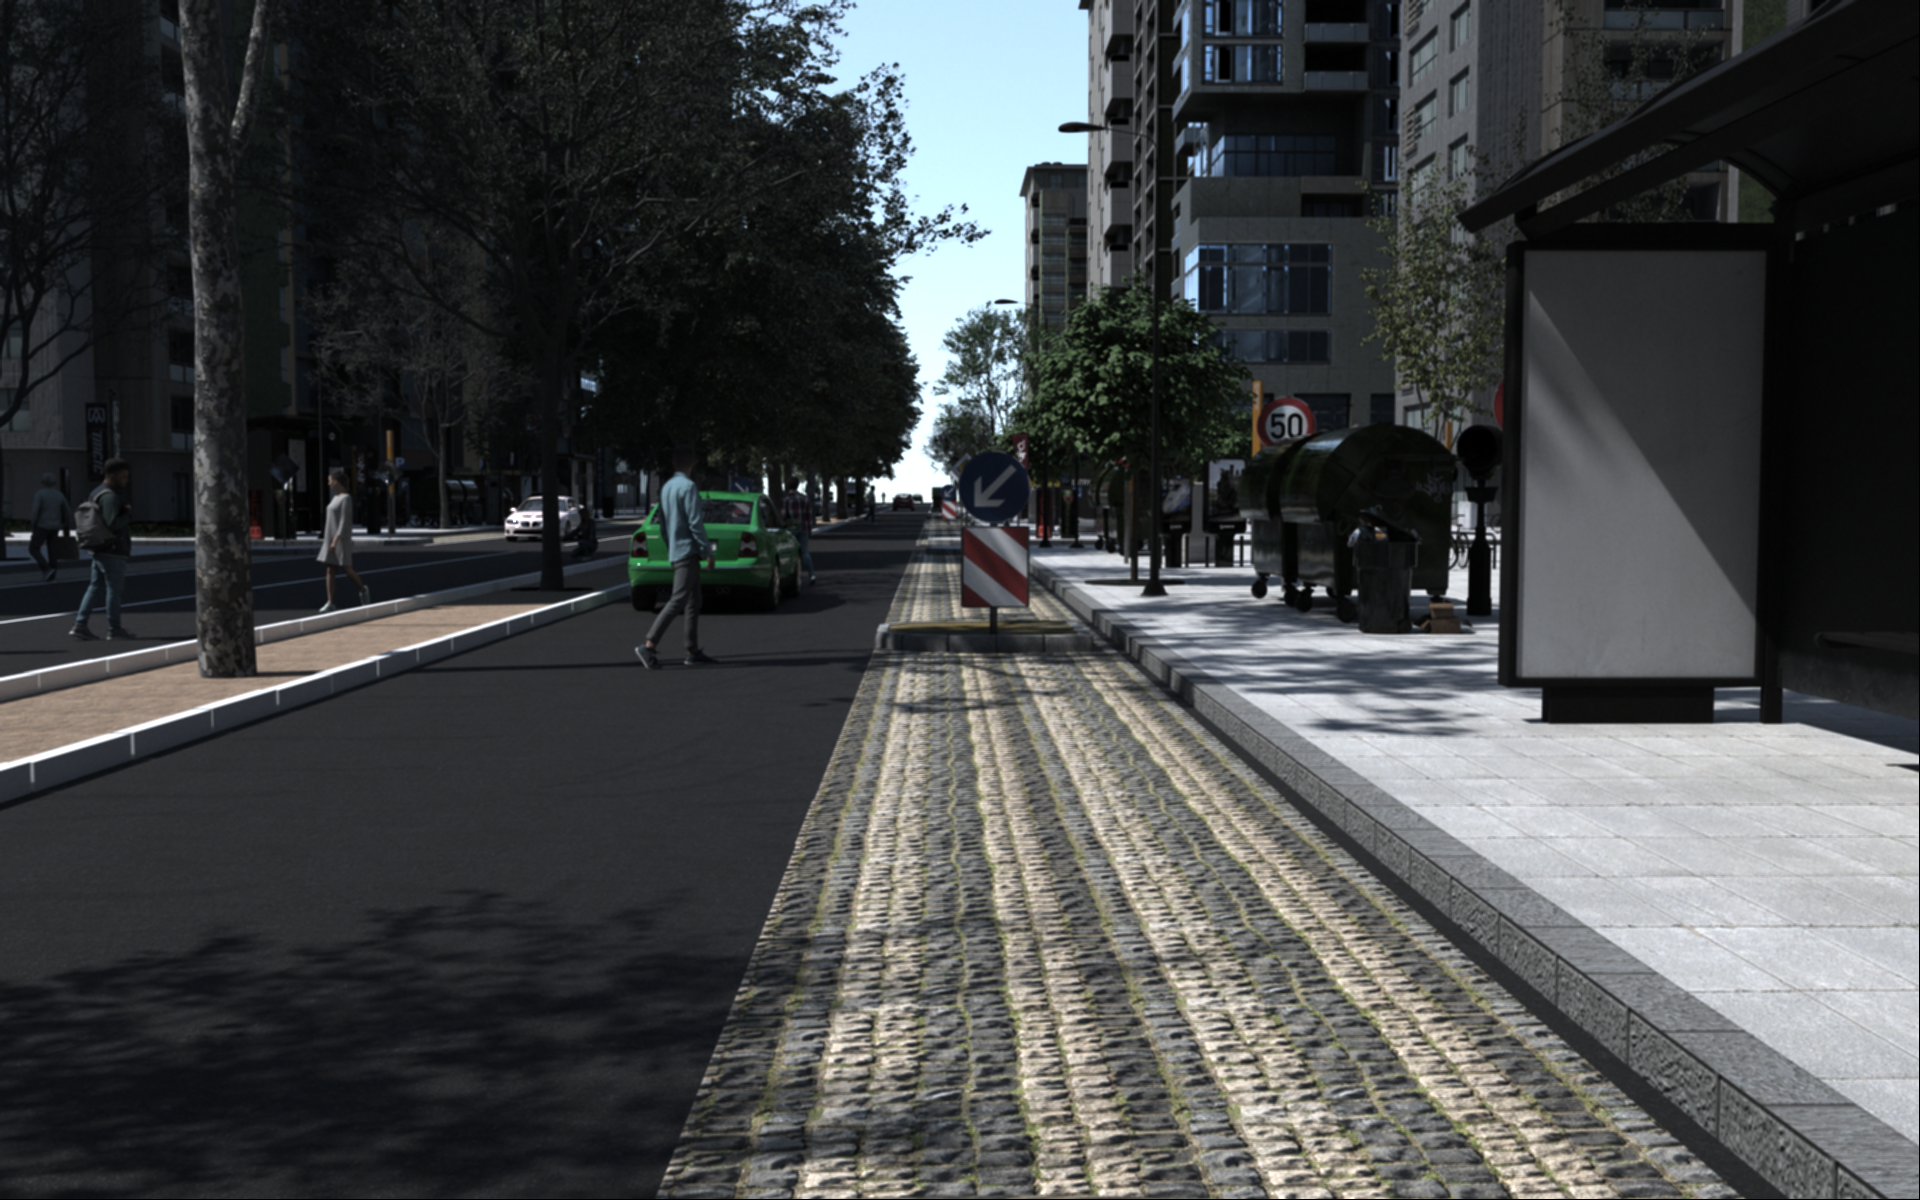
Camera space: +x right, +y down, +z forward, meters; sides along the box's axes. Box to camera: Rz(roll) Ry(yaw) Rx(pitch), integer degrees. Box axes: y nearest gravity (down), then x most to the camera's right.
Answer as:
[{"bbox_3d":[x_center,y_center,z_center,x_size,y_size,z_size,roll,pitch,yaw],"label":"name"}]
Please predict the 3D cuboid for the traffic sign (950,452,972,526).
[{"bbox_3d":[0.157,-2.325,41.663,0.795,2.450,0.064,0,4,-1],"label":"traffic sign"}]

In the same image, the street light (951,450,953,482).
[{"bbox_3d":[0.252,-10.293,140.825,1.470,5.913,1.316,0,4,-1],"label":"street light"}]

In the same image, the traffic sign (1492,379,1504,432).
[{"bbox_3d":[5.722,-1.061,17.457,0.768,2.556,0.104,0,3,0],"label":"traffic sign"}]

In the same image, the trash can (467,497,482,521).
[{"bbox_3d":[-21.772,-4.028,77.516,0.748,1.137,0.748,0,3,0],"label":"trash can"}]

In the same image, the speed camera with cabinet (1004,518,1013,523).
[{"bbox_3d":[2.189,-5.147,78.487,0.660,3.252,2.038,1,4,23],"label":"speed camera with cabinet"}]

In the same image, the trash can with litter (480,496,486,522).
[{"bbox_3d":[-21.957,-4.183,79.783,0.624,1.170,1.055,0,4,-5],"label":"trash can with litter"}]

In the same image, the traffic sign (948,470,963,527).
[{"bbox_3d":[0.047,-2.814,49.647,0.795,2.450,0.064,0,4,-1],"label":"traffic sign"}]

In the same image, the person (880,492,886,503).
[{"bbox_3d":[-12.145,-16.271,274.552,1.348,1.821,0.705,3,5,42],"label":"person"}]

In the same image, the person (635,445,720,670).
[{"bbox_3d":[-2.354,-0.365,14.337,0.748,1.841,0.638,-1,4,-22],"label":"person"}]

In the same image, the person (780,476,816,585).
[{"bbox_3d":[-2.585,-1.105,27.402,0.563,1.720,0.643,-2,4,-30],"label":"person"}]

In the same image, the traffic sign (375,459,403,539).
[{"bbox_3d":[-16.296,-2.801,49.444,0.795,2.450,0.064,0,4,-1],"label":"traffic sign"}]

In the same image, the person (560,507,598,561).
[{"bbox_3d":[-8.063,-1.416,37.148,0.738,1.151,1.012,-3,5,-44],"label":"person"}]

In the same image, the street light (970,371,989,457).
[{"bbox_3d":[1.228,-5.680,65.416,1.470,5.913,1.316,0,4,-1],"label":"street light"}]

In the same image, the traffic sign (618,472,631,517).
[{"bbox_3d":[-18.989,-5.988,98.010,0.768,2.556,0.104,0,4,3],"label":"traffic sign"}]

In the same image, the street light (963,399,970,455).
[{"bbox_3d":[1.004,-6.874,84.925,1.470,5.913,1.316,0,4,-1],"label":"street light"}]

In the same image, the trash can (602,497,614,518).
[{"bbox_3d":[-18.673,-4.909,91.910,0.748,1.137,0.748,0,3,0],"label":"trash can"}]

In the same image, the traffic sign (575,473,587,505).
[{"bbox_3d":[-18.503,-5.041,84.558,0.606,2.300,0.079,0,4,2],"label":"traffic sign"}]

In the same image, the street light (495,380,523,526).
[{"bbox_3d":[-17.990,-5.938,69.633,1.470,5.913,1.316,0,4,-1],"label":"street light"}]

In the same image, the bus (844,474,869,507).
[{"bbox_3d":[-11.236,-11.858,185.432,2.896,3.916,12.252,0,4,-1],"label":"bus"}]

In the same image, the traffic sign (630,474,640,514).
[{"bbox_3d":[-20.885,-6.790,111.130,0.768,2.556,0.104,0,4,3],"label":"traffic sign"}]

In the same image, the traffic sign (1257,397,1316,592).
[{"bbox_3d":[4.274,-1.384,22.736,0.768,2.556,0.104,1,4,8],"label":"traffic sign"}]

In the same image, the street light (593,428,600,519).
[{"bbox_3d":[-18.384,-7.182,89.963,1.470,5.913,1.316,0,4,-1],"label":"street light"}]

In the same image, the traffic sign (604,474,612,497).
[{"bbox_3d":[-22.480,-6.799,111.275,0.768,2.556,0.104,0,4,3],"label":"traffic sign"}]

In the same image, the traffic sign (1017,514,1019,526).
[{"bbox_3d":[1.928,-3.495,57.155,0.884,2.594,0.081,0,4,6],"label":"traffic sign"}]

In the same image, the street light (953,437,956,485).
[{"bbox_3d":[0.450,-9.260,123.940,1.470,5.913,1.316,0,4,-1],"label":"street light"}]

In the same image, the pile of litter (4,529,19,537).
[{"bbox_3d":[-28.900,-2.303,51.617,1.719,0.858,1.176,2,4,26],"label":"pile of litter"}]

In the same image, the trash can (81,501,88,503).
[{"bbox_3d":[-18.999,-1.627,38.260,0.748,1.137,0.748,0,3,0],"label":"trash can"}]

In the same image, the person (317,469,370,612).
[{"bbox_3d":[-7.585,-0.733,21.235,0.466,1.731,0.760,1,4,18],"label":"person"}]

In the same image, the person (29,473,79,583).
[{"bbox_3d":[-14.725,-1.174,28.174,0.515,1.767,0.782,2,4,24],"label":"person"}]

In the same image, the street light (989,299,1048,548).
[{"bbox_3d":[1.512,-4.211,41.391,1.470,5.913,1.316,0,4,-1],"label":"street light"}]

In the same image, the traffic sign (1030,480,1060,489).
[{"bbox_3d":[3.577,-4.182,62.255,2.265,3.308,0.079,0,4,8],"label":"traffic sign"}]

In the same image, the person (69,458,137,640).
[{"bbox_3d":[-8.346,-0.498,16.983,0.623,1.781,0.721,2,4,34],"label":"person"}]

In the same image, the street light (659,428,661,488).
[{"bbox_3d":[-18.578,-8.433,110.425,1.470,5.913,1.316,0,4,-1],"label":"street light"}]

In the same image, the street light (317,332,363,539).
[{"bbox_3d":[-17.758,-4.715,49.634,1.470,5.913,1.316,0,4,-1],"label":"street light"}]

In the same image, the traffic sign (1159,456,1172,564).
[{"bbox_3d":[3.668,-1.930,31.663,0.768,2.556,0.104,0,4,1],"label":"traffic sign"}]

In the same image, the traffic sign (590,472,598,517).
[{"bbox_3d":[-20.459,-5.864,95.982,0.768,2.556,0.104,0,4,4],"label":"traffic sign"}]

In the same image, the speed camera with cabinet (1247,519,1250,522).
[{"bbox_3d":[12.749,-4.990,75.917,0.660,3.252,2.038,0,4,2],"label":"speed camera with cabinet"}]

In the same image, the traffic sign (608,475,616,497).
[{"bbox_3d":[-22.198,-6.780,110.959,0.768,2.556,0.104,0,4,3],"label":"traffic sign"}]

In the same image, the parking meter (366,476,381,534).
[{"bbox_3d":[-18.736,-3.036,55.352,0.399,1.863,0.255,1,4,23],"label":"parking meter"}]

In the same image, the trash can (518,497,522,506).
[{"bbox_3d":[-22.313,-4.721,88.841,0.748,1.137,0.748,0,3,0],"label":"trash can"}]

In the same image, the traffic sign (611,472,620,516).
[{"bbox_3d":[-19.733,-6.086,99.614,0.768,2.556,0.104,0,4,7],"label":"traffic sign"}]

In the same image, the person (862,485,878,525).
[{"bbox_3d":[-4.208,-4.437,80.884,0.795,1.843,0.661,0,4,3],"label":"person"}]

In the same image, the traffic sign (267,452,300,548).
[{"bbox_3d":[-16.186,-2.313,41.459,0.795,2.450,0.064,0,4,-1],"label":"traffic sign"}]

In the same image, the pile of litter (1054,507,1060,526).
[{"bbox_3d":[4.007,-3.447,70.327,1.176,0.858,1.719,0,4,4],"label":"pile of litter"}]

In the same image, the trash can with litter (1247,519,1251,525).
[{"bbox_3d":[11.988,-3.752,72.736,1.055,1.170,0.624,0,4,-4],"label":"trash can with litter"}]

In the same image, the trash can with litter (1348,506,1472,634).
[{"bbox_3d":[4.162,-0.284,16.039,1.055,1.170,0.624,0,4,0],"label":"trash can with litter"}]

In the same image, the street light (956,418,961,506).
[{"bbox_3d":[0.643,-8.067,104.431,1.470,5.913,1.316,0,4,-1],"label":"street light"}]

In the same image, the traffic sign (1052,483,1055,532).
[{"bbox_3d":[3.178,-3.599,58.954,0.768,2.556,0.104,1,4,9],"label":"traffic sign"}]

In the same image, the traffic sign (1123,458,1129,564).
[{"bbox_3d":[3.070,-1.942,31.864,0.768,2.556,0.104,0,4,8],"label":"traffic sign"}]

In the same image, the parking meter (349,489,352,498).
[{"bbox_3d":[-26.516,-4.110,75.615,0.372,1.533,0.369,0,3,0],"label":"parking meter"}]

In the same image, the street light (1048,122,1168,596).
[{"bbox_3d":[1.925,-3.012,21.792,1.470,5.913,1.316,0,4,-1],"label":"street light"}]

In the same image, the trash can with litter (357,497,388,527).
[{"bbox_3d":[-23.101,-3.469,68.112,1.055,1.170,0.624,-3,5,-44],"label":"trash can with litter"}]
